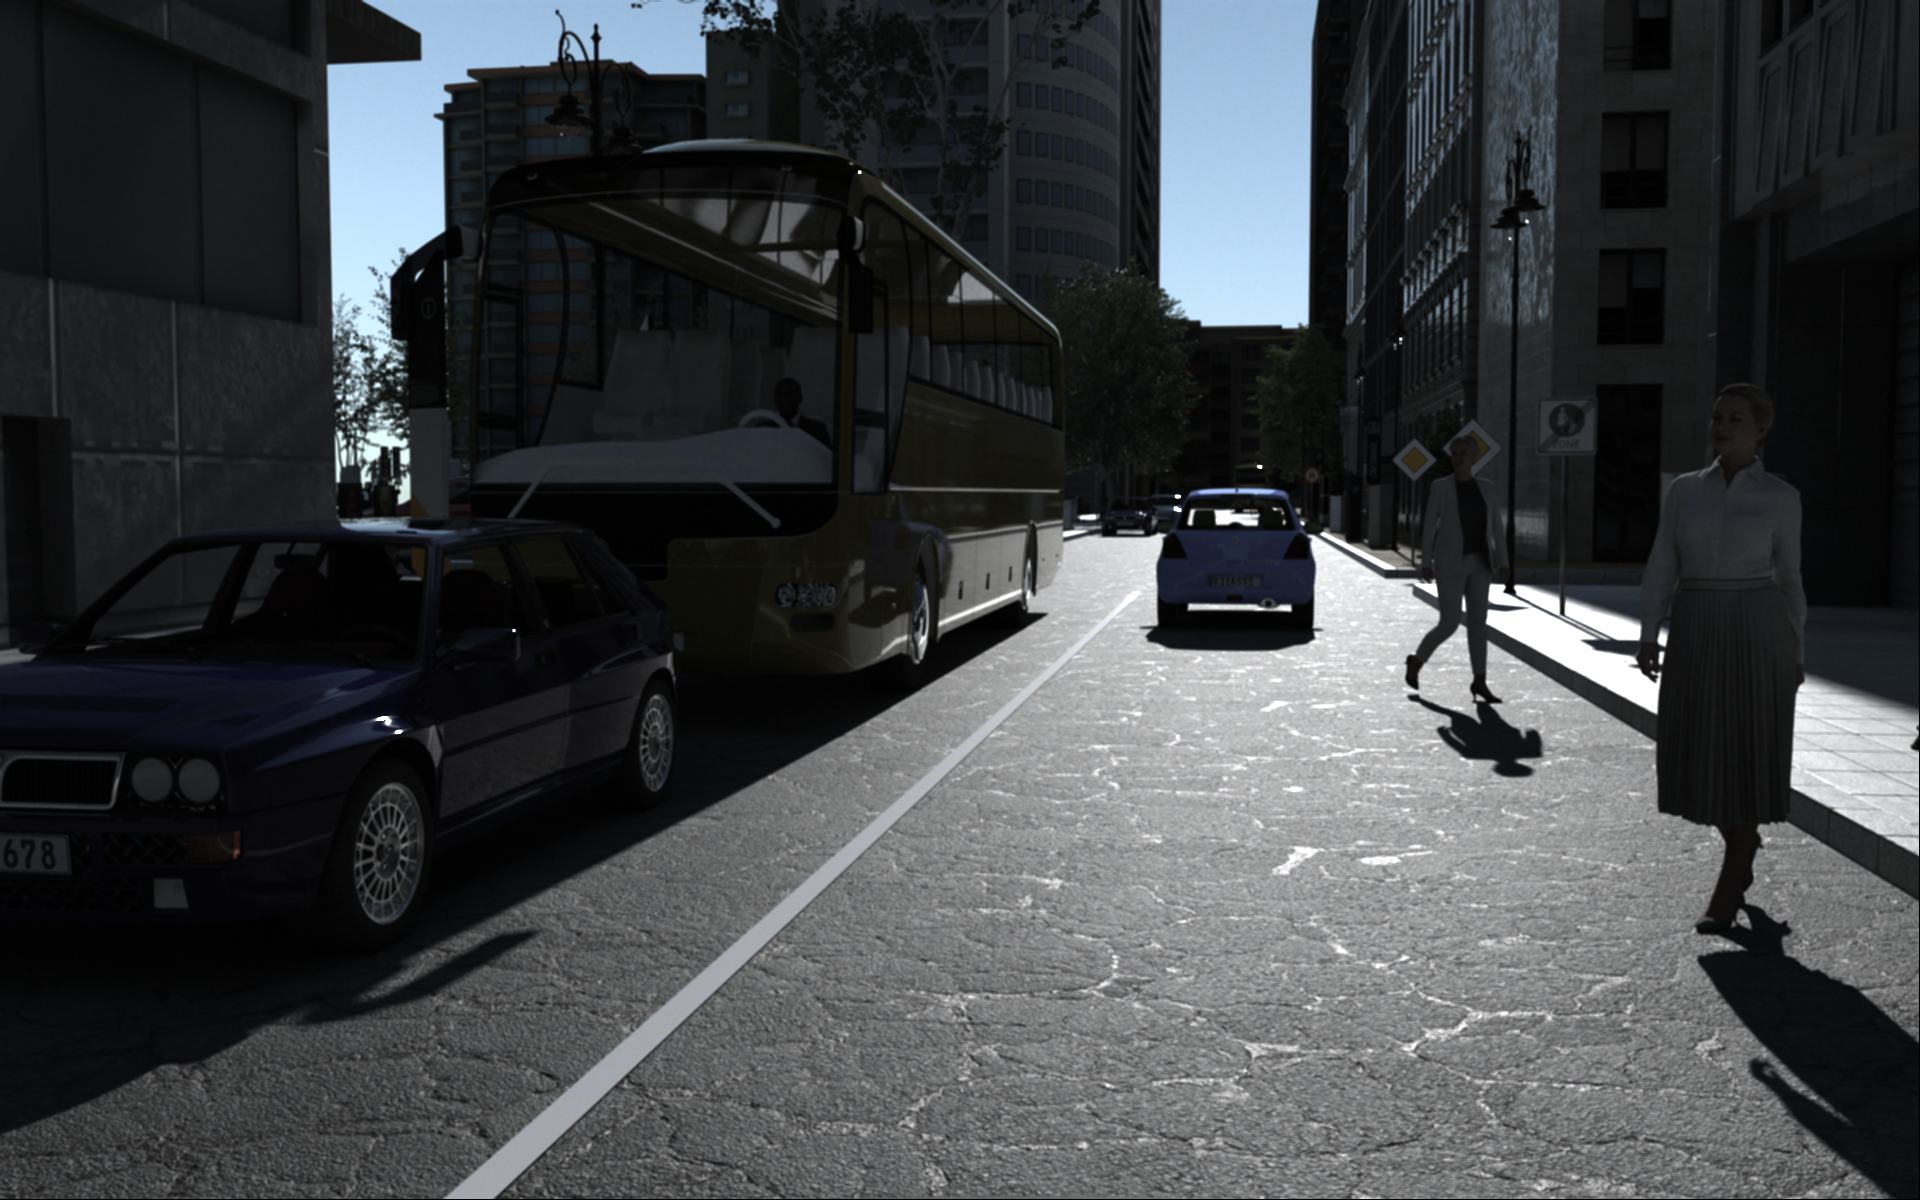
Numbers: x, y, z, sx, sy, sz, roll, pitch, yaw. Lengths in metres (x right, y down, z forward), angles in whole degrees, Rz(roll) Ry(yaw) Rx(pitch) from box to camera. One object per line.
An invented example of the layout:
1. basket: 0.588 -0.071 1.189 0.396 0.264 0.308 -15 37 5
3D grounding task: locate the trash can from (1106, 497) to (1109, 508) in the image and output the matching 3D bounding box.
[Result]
1. trash can: 8.379 -5.331 98.811 0.748 1.137 0.748 0 3 0

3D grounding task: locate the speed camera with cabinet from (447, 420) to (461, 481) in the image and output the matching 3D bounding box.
1. speed camera with cabinet: -13.463 -3.218 46.951 0.660 3.252 2.038 2 4 28

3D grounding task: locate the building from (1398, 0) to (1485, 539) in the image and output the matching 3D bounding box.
1. building: 18.602 -12.333 50.796 9.793 20.994 18.267 1 4 9

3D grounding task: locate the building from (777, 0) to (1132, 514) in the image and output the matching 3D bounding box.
1. building: 0.589 -35.448 121.578 21.231 58.520 28.212 1 4 9

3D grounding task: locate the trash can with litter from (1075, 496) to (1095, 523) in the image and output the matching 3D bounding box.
1. trash can with litter: 5.298 -4.132 78.616 1.678 1.210 2.233 0 4 4

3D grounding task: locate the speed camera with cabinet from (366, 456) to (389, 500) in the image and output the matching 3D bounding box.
1. speed camera with cabinet: -30.381 -5.780 88.845 2.038 3.252 0.660 -2 4 -32

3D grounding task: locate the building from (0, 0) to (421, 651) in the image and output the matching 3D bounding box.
1. building: -20.860 -25.669 8.925 27.495 52.752 28.713 1 4 9

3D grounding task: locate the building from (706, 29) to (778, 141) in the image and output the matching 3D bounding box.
1. building: -12.015 -33.637 173.663 21.600 48.544 21.300 1 4 9

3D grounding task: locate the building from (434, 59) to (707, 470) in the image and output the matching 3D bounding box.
1. building: -36.898 -32.009 177.963 28.867 44.769 22.147 1 4 9

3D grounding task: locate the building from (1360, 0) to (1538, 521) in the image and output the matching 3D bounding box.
1. building: 24.690 -17.007 71.577 14.314 27.812 24.014 1 4 9

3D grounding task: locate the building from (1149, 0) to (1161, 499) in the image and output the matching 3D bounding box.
1. building: 9.004 -44.800 170.732 20.611 71.187 20.563 1 4 9

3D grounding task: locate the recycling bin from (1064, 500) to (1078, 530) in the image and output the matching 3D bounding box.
1. recycling bin: 3.671 -3.000 61.605 0.722 1.027 0.722 1 4 14

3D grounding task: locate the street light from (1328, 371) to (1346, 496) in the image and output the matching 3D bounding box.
1. street light: 14.208 -5.644 65.062 0.468 5.910 1.993 1 4 9

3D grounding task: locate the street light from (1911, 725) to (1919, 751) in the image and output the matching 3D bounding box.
1. street light: 4.874 -2.185 8.512 0.468 5.910 1.993 1 4 9

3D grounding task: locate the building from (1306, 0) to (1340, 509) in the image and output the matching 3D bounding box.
1. building: 38.483 -30.855 154.588 14.600 45.320 14.200 1 4 9

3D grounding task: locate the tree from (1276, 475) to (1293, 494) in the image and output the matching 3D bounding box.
1. tree: 30.269 -10.125 160.141 1.663 3.219 1.824 0 3 0

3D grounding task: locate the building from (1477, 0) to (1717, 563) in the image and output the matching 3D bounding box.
1. building: 20.130 -11.057 35.533 16.860 20.320 10.420 1 4 9

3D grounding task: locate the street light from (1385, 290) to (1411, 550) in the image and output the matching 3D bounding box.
1. street light: 9.913 -4.071 39.355 0.468 5.910 1.993 1 4 9

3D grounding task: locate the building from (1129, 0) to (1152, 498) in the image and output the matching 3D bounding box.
1. building: 4.838 -31.968 146.378 21.300 48.544 21.600 1 4 9

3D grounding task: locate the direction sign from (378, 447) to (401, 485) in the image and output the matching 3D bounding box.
1. direction sign: -27.201 -5.553 82.795 0.876 3.537 0.379 -1 4 -17

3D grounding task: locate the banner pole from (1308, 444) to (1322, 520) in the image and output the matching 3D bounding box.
1. banner pole: 17.695 -5.868 85.965 0.863 3.779 0.401 -1 4 -15

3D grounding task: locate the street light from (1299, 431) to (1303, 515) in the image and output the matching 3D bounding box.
1. street light: 20.663 -8.043 104.297 0.468 5.910 1.993 1 4 9

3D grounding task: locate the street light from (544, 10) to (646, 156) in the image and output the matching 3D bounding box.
1. street light: -3.578 -2.717 17.205 0.468 5.910 1.993 1 4 9

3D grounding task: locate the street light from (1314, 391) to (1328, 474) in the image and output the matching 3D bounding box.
1. street light: 16.320 -6.427 77.875 0.468 5.910 1.993 1 4 9

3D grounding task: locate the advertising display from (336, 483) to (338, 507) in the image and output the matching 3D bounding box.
1. advertising display: -34.300 -5.571 96.296 0.974 1.923 0.123 -2 4 -28

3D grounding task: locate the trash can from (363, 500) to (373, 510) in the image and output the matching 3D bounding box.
1. trash can: -14.599 -1.853 41.948 0.748 1.137 0.748 0 3 0

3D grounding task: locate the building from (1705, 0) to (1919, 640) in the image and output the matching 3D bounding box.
1. building: 13.297 -11.710 9.476 12.078 24.808 19.932 1 4 9

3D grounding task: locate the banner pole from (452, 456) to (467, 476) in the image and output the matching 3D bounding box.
1. banner pole: -30.744 -7.065 105.526 0.863 3.779 0.401 0 4 5

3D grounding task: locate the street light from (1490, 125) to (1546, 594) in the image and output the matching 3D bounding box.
1. street light: 7.111 -3.024 22.228 0.468 5.910 1.993 1 4 9

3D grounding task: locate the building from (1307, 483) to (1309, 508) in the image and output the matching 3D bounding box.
1. building: 41.186 -29.690 169.018 14.154 41.232 14.086 1 4 9

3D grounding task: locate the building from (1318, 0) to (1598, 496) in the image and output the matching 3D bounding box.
1. building: 39.119 -29.241 132.718 22.147 44.769 28.867 1 4 9

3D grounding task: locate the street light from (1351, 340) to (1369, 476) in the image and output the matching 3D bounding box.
1. street light: 12.016 -4.855 52.168 0.468 5.910 1.993 1 4 9

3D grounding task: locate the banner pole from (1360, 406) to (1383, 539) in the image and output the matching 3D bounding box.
1. banner pole: 11.672 -3.636 49.474 0.863 3.779 0.401 -1 4 -16

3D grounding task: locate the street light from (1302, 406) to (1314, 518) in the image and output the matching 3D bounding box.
1. street light: 18.418 -7.230 90.998 0.468 5.910 1.993 1 4 9

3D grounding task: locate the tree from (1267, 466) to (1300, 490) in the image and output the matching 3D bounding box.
1. tree: 32.591 -11.674 174.583 4.285 4.588 4.351 0 3 0

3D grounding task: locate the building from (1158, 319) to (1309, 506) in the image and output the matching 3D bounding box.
1. building: 26.554 -22.013 204.949 28.899 21.520 27.650 1 4 9

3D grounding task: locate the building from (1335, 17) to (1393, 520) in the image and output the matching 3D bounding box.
1. building: 27.836 -18.817 93.566 13.634 28.700 20.117 1 4 9

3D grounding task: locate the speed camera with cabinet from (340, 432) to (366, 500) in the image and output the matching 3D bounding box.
1. speed camera with cabinet: -19.756 -3.781 56.162 0.660 3.252 2.038 -1 4 -17
